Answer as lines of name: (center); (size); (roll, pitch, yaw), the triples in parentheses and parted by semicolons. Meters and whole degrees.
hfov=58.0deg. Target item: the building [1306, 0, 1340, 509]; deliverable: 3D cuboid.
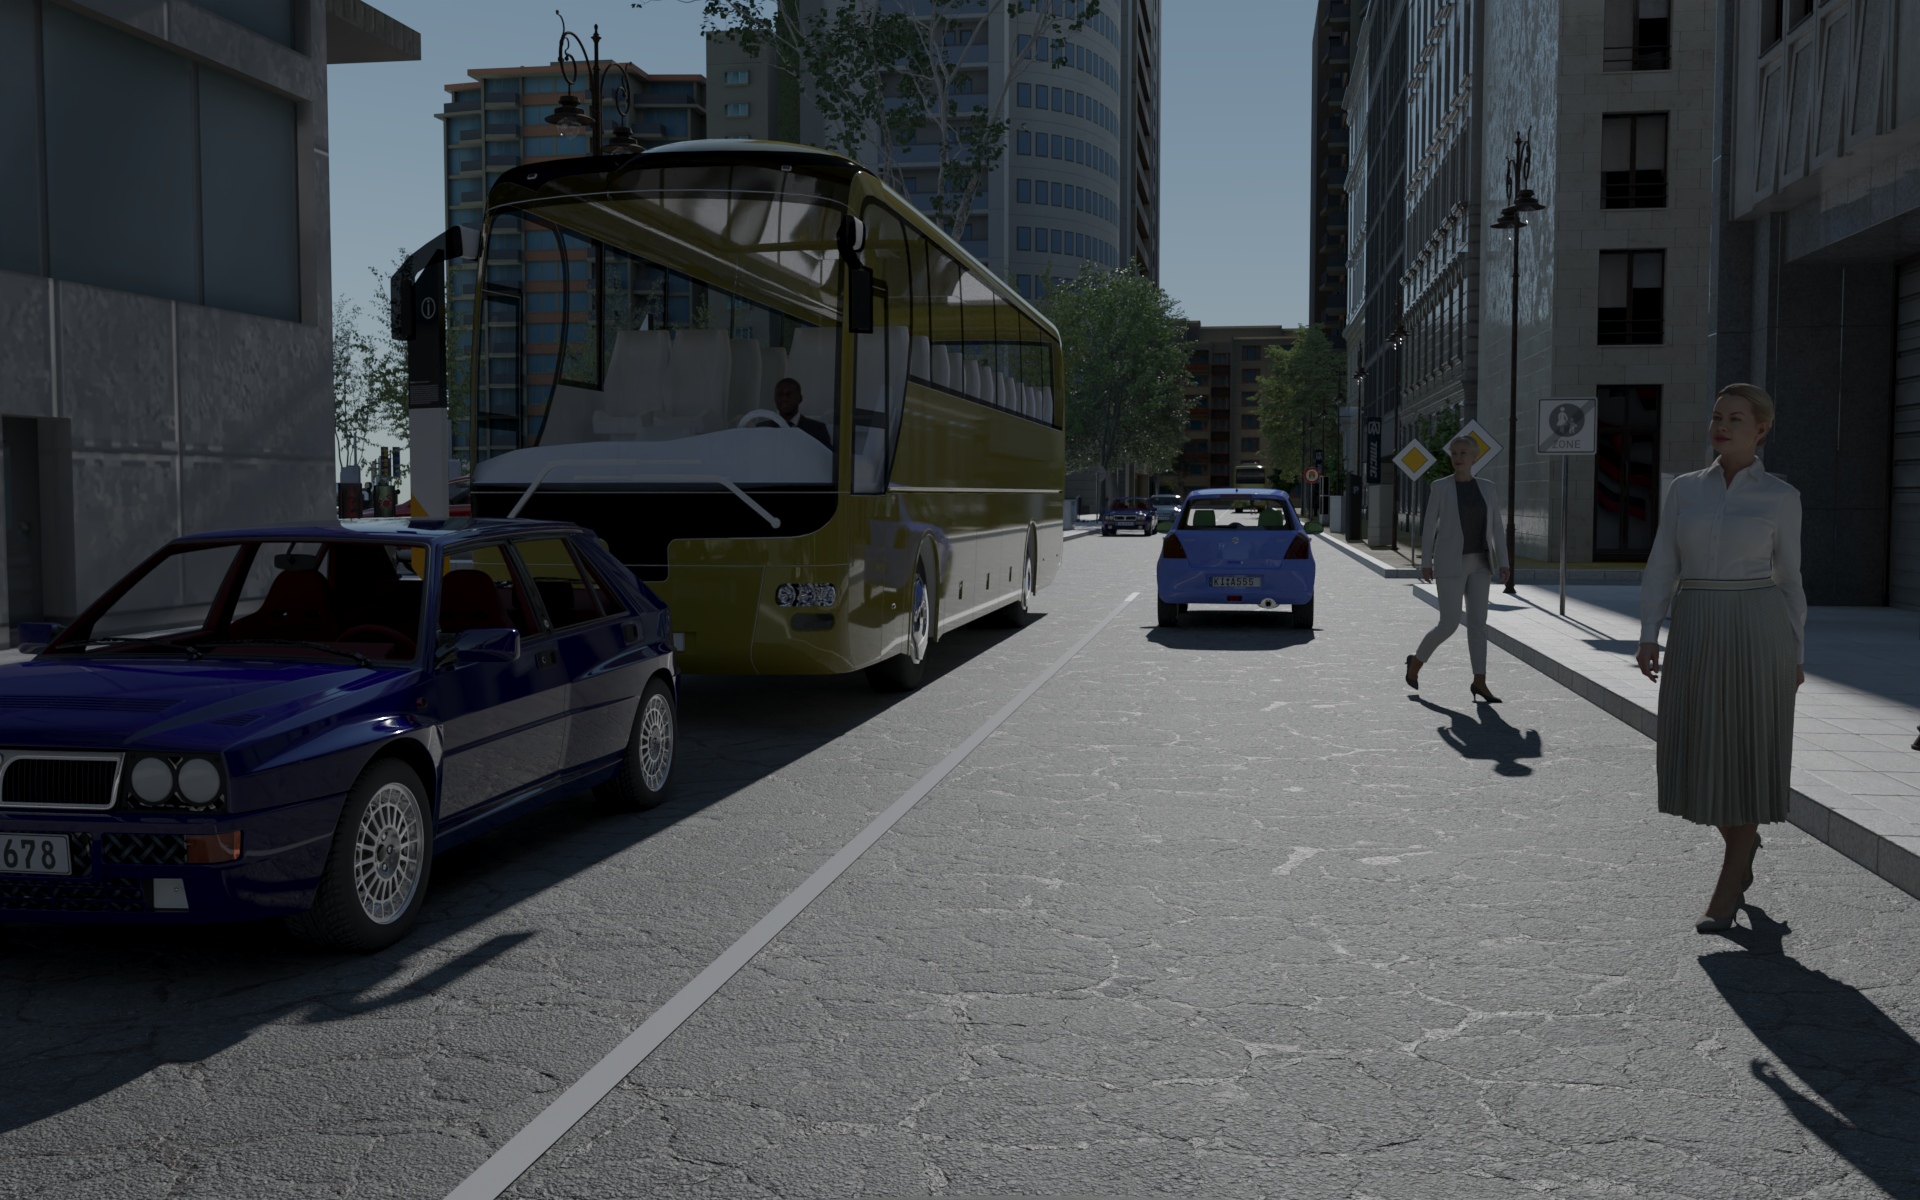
building: (38.483, -30.855, 154.588); (14.600, 45.320, 14.200); (1, 4, 9)

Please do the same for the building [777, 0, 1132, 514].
building: (0.589, -35.448, 121.578); (21.231, 58.520, 28.212); (1, 4, 9)

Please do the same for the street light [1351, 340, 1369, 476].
street light: (12.016, -4.855, 52.168); (0.468, 5.910, 1.993); (1, 4, 9)

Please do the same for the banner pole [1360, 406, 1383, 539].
banner pole: (11.672, -3.636, 49.474); (0.863, 3.779, 0.401); (-1, 4, -16)

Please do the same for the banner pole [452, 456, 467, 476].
banner pole: (-30.744, -7.065, 105.526); (0.863, 3.779, 0.401); (0, 4, 5)

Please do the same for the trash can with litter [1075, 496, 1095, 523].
trash can with litter: (5.298, -4.132, 78.616); (1.678, 1.210, 2.233); (0, 4, 4)

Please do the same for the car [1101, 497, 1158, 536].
car: (5.953, -2.936, 60.588); (1.945, 1.354, 3.894); (1, 4, 11)

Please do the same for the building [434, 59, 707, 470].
building: (-36.898, -32.009, 177.963); (28.867, 44.769, 22.147); (1, 4, 9)

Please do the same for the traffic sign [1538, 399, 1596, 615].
traffic sign: (6.393, -0.990, 18.318); (0.606, 2.300, 0.079); (1, 4, 11)

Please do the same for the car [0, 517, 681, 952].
car: (-2.430, 0.356, 6.754); (1.945, 1.354, 3.894); (1, 4, 10)

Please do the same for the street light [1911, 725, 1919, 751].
street light: (4.874, -2.185, 8.512); (0.468, 5.910, 1.993); (1, 4, 9)

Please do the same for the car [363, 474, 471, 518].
car: (-8.206, -1.308, 30.067); (5.304, 1.827, 2.281); (1, 4, 10)

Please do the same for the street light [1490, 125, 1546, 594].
street light: (7.111, -3.024, 22.228); (0.468, 5.910, 1.993); (1, 4, 9)

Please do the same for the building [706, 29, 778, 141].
building: (-12.015, -33.637, 173.663); (21.600, 48.544, 21.300); (1, 4, 9)

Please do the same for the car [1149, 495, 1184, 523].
car: (8.576, -3.686, 72.262); (2.014, 1.417, 4.499); (1, 4, 10)

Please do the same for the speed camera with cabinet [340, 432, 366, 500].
speed camera with cabinet: (-19.756, -3.781, 56.162); (0.660, 3.252, 2.038); (-1, 4, -17)

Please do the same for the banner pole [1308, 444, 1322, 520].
banner pole: (17.695, -5.868, 85.965); (0.863, 3.779, 0.401); (-1, 4, -15)

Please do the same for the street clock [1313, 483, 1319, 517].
street clock: (20.200, -5.735, 98.330); (0.358, 2.002, 0.471); (0, 4, -6)

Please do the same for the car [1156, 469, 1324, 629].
car: (3.191, -0.628, 19.861); (1.945, 1.707, 3.694); (1, 4, 10)

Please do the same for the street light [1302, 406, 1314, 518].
street light: (18.418, -7.230, 90.998); (0.468, 5.910, 1.993); (1, 4, 9)

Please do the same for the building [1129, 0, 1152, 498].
building: (4.838, -31.968, 146.378); (21.300, 48.544, 21.600); (1, 4, 9)

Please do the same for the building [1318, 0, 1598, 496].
building: (39.119, -29.241, 132.718); (22.147, 44.769, 28.867); (1, 4, 9)

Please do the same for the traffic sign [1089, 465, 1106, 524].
traffic sign: (5.924, -4.568, 74.798); (0.768, 2.556, 0.104); (1, 4, 12)

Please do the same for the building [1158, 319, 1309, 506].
building: (26.554, -22.013, 204.949); (28.899, 21.520, 27.650); (1, 4, 9)

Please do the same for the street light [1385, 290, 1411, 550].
street light: (9.913, -4.071, 39.355); (0.468, 5.910, 1.993); (1, 4, 9)

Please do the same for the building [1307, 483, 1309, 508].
building: (41.186, -29.690, 169.018); (14.154, 41.232, 14.086); (1, 4, 9)

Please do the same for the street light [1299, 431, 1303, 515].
street light: (20.663, -8.043, 104.297); (0.468, 5.910, 1.993); (1, 4, 9)

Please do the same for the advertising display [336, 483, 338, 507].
advertising display: (-34.300, -5.571, 96.296); (0.974, 1.923, 0.123); (-2, 4, -28)

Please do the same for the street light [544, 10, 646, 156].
street light: (-3.578, -2.717, 17.205); (0.468, 5.910, 1.993); (1, 4, 9)

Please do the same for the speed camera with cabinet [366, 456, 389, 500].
speed camera with cabinet: (-30.381, -5.780, 88.845); (2.038, 3.252, 0.660); (-2, 4, -32)

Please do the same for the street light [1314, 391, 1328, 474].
street light: (16.320, -6.427, 77.875); (0.468, 5.910, 1.993); (1, 4, 9)

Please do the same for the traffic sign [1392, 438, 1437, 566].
traffic sign: (8.095, -1.668, 30.906); (0.795, 2.450, 0.064); (1, 4, 9)

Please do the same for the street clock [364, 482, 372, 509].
street clock: (-35.018, -5.993, 102.559); (0.471, 2.002, 0.358); (2, 4, 35)

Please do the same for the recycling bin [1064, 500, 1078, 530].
recycling bin: (3.671, -3.000, 61.605); (0.722, 1.027, 0.722); (1, 4, 14)

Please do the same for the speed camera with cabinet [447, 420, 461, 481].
speed camera with cabinet: (-13.463, -3.218, 46.951); (0.660, 3.252, 2.038); (2, 4, 28)

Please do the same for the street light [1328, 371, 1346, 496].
street light: (14.208, -5.644, 65.062); (0.468, 5.910, 1.993); (1, 4, 9)

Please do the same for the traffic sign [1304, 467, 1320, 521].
traffic sign: (16.658, -5.010, 82.017); (0.768, 2.556, 0.104); (1, 4, 13)

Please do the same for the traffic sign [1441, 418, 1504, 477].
traffic sign: (6.795, -1.186, 23.027); (0.795, 2.450, 0.064); (1, 4, 9)
